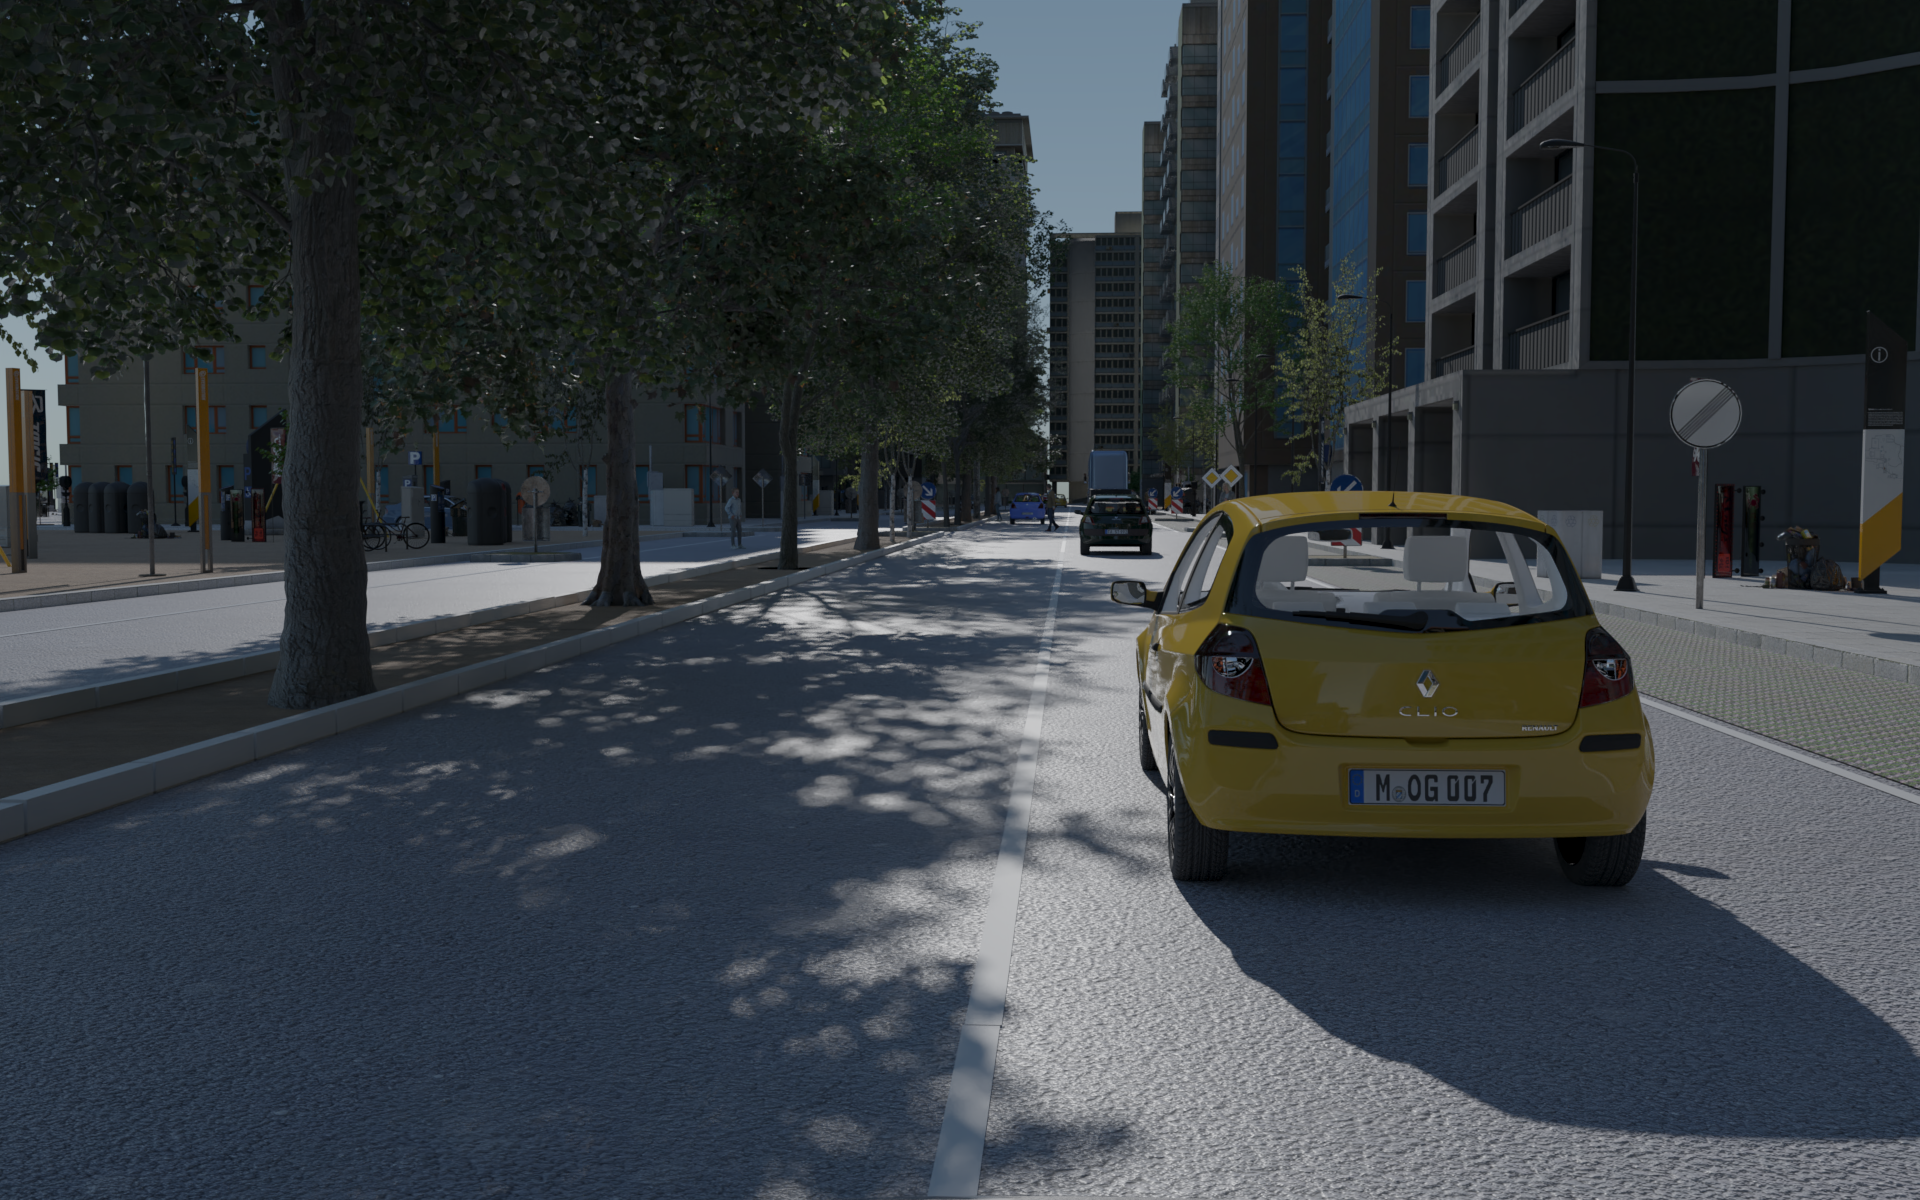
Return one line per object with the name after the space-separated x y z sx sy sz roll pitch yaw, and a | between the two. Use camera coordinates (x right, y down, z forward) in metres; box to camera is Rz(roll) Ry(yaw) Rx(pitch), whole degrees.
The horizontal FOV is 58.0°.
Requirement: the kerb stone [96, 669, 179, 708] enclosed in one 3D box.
-5.761 0.621 12.040 0.120 0.150 1.000 0 4 4 | kerb stone

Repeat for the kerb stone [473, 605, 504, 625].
-5.306 0.188 19.197 0.120 0.150 1.000 0 4 4 | kerb stone

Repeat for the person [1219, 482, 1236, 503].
8.421 -2.810 54.629 0.537 1.800 0.526 2 4 32 | person

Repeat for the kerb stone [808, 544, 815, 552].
-3.781 -1.250 42.714 0.120 0.150 1.000 0 4 4 | kerb stone

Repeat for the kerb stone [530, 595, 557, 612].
-5.177 0.059 21.238 0.120 0.150 1.000 0 4 4 | kerb stone

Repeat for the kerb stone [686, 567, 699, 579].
-4.645 -0.442 29.419 0.120 0.150 1.000 0 4 4 | kerb stone

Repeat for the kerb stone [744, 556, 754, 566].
-4.310 -0.751 34.546 0.120 0.150 1.000 0 4 4 | kerb stone

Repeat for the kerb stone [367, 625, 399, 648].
-5.506 0.374 16.138 0.120 0.150 1.000 0 4 4 | kerb stone

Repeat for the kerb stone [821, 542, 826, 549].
-3.649 -1.378 44.753 0.120 0.150 1.000 0 4 4 | kerb stone

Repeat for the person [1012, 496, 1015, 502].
3.251 -5.676 105.586 0.425 1.301 0.394 -2 4 -30 | person

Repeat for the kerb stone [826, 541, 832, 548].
-3.585 -1.441 45.776 0.120 0.150 1.000 0 4 4 | kerb stone

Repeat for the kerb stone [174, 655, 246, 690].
-5.700 0.559 13.063 0.120 0.150 1.000 0 4 4 | kerb stone

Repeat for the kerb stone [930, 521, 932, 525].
-1.490 -3.415 78.025 0.120 0.150 1.000 0 4 4 | kerb stone

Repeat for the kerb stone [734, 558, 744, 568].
-4.379 -0.689 33.513 0.120 0.150 1.000 0 4 4 | kerb stone

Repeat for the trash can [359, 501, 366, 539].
-13.077 -1.551 37.009 0.748 1.137 0.748 0 3 0 | trash can

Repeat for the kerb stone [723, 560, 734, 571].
-4.442 -0.627 32.493 0.120 0.150 1.000 0 4 4 | kerb stone

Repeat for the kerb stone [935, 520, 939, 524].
-1.229 -3.666 82.129 0.120 0.150 1.000 0 4 4 | kerb stone

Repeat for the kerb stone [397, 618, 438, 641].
-5.440 0.308 17.157 0.120 0.150 1.000 0 4 4 | kerb stone

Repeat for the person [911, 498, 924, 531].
-1.662 -3.389 64.395 0.515 1.767 0.782 -1 4 -20 | person

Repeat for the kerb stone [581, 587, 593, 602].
-5.041 -0.063 23.290 0.120 0.150 1.000 0 4 4 | kerb stone

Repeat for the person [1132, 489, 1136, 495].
13.909 -7.929 137.981 0.795 1.843 0.661 3 5 40 | person

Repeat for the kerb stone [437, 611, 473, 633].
-5.370 0.247 18.177 0.120 0.150 1.000 0 4 4 | kerb stone

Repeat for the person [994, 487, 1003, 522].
2.006 -5.001 90.527 0.793 1.790 0.793 -3 4 -38 | person

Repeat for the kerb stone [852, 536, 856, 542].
-3.250 -1.750 50.890 0.120 0.150 1.000 0 4 4 | kerb stone

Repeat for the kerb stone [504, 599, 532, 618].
-5.246 0.125 20.217 0.120 0.150 1.000 0 4 4 | kerb stone

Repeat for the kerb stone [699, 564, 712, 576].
-4.578 -0.505 30.450 0.120 0.150 1.000 0 4 4 | kerb stone

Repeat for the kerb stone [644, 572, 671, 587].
-4.788 -0.317 27.378 0.120 0.150 1.000 0 4 4 | kerb stone

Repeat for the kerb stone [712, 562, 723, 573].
-4.506 -0.567 31.473 0.120 0.150 1.000 0 4 4 | kerb stone

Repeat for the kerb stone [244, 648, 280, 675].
-5.639 0.496 14.092 0.120 0.150 1.000 0 4 4 | kerb stone

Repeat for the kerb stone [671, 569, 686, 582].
-4.705 -0.374 28.397 0.120 0.150 1.000 0 4 4 | kerb stone

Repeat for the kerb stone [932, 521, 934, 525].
-1.420 -3.477 79.051 0.120 0.150 1.000 0 4 4 | kerb stone

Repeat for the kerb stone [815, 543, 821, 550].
-3.705 -1.317 43.733 0.120 0.150 1.000 0 4 4 | kerb stone

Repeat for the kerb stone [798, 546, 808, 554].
-3.849 -1.190 41.694 0.120 0.150 1.000 0 4 4 | kerb stone

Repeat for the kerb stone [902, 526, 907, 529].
-2.091 -2.851 68.814 0.120 0.150 1.000 0 4 4 | kerb stone

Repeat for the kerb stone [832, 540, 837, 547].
-3.524 -1.503 46.797 0.120 0.150 1.000 0 4 4 | kerb stone

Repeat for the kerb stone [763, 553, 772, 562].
-4.174 -0.880 36.585 0.120 0.150 1.000 0 4 4 | kerb stone

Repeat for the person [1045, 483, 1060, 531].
3.513 -3.570 66.773 0.836 1.842 0.656 -3 5 -44 | person

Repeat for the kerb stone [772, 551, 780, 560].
-4.109 -0.941 37.605 0.120 0.150 1.000 0 4 4 | kerb stone

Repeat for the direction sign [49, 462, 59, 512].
-64.966 -8.090 124.275 0.379 3.537 0.876 1 4 11 | direction sign

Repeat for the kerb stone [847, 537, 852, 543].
-3.316 -1.691 49.859 0.120 0.150 1.000 0 4 4 | kerb stone

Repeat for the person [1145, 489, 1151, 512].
14.623 -7.688 134.113 0.656 1.842 0.836 0 4 0 | person

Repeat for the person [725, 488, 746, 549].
-5.847 -2.126 45.066 0.330 1.601 0.589 3 5 42 | person

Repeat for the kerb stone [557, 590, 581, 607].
-5.107 0.005 22.258 0.120 0.150 1.000 0 4 4 | kerb stone

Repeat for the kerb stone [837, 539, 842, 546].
-3.448 -1.567 47.819 0.120 0.150 1.000 0 4 4 | kerb stone

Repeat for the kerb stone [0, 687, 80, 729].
-5.840 0.683 11.021 0.120 0.150 1.000 0 4 4 | kerb stone

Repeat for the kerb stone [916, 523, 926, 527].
-1.688 -3.227 74.962 0.120 0.150 1.000 0 4 4 | kerb stone

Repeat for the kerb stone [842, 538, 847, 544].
-3.382 -1.627 48.839 0.120 0.150 1.000 0 4 4 | kerb stone

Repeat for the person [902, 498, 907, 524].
-2.472 -4.512 82.470 0.583 1.804 0.606 -1 4 -9 | person

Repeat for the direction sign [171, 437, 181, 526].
-31.457 -4.732 69.358 0.379 3.537 0.876 -2 4 -34 | direction sign

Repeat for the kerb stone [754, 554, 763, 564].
-4.241 -0.815 35.565 0.120 0.150 1.000 0 4 4 | kerb stone
